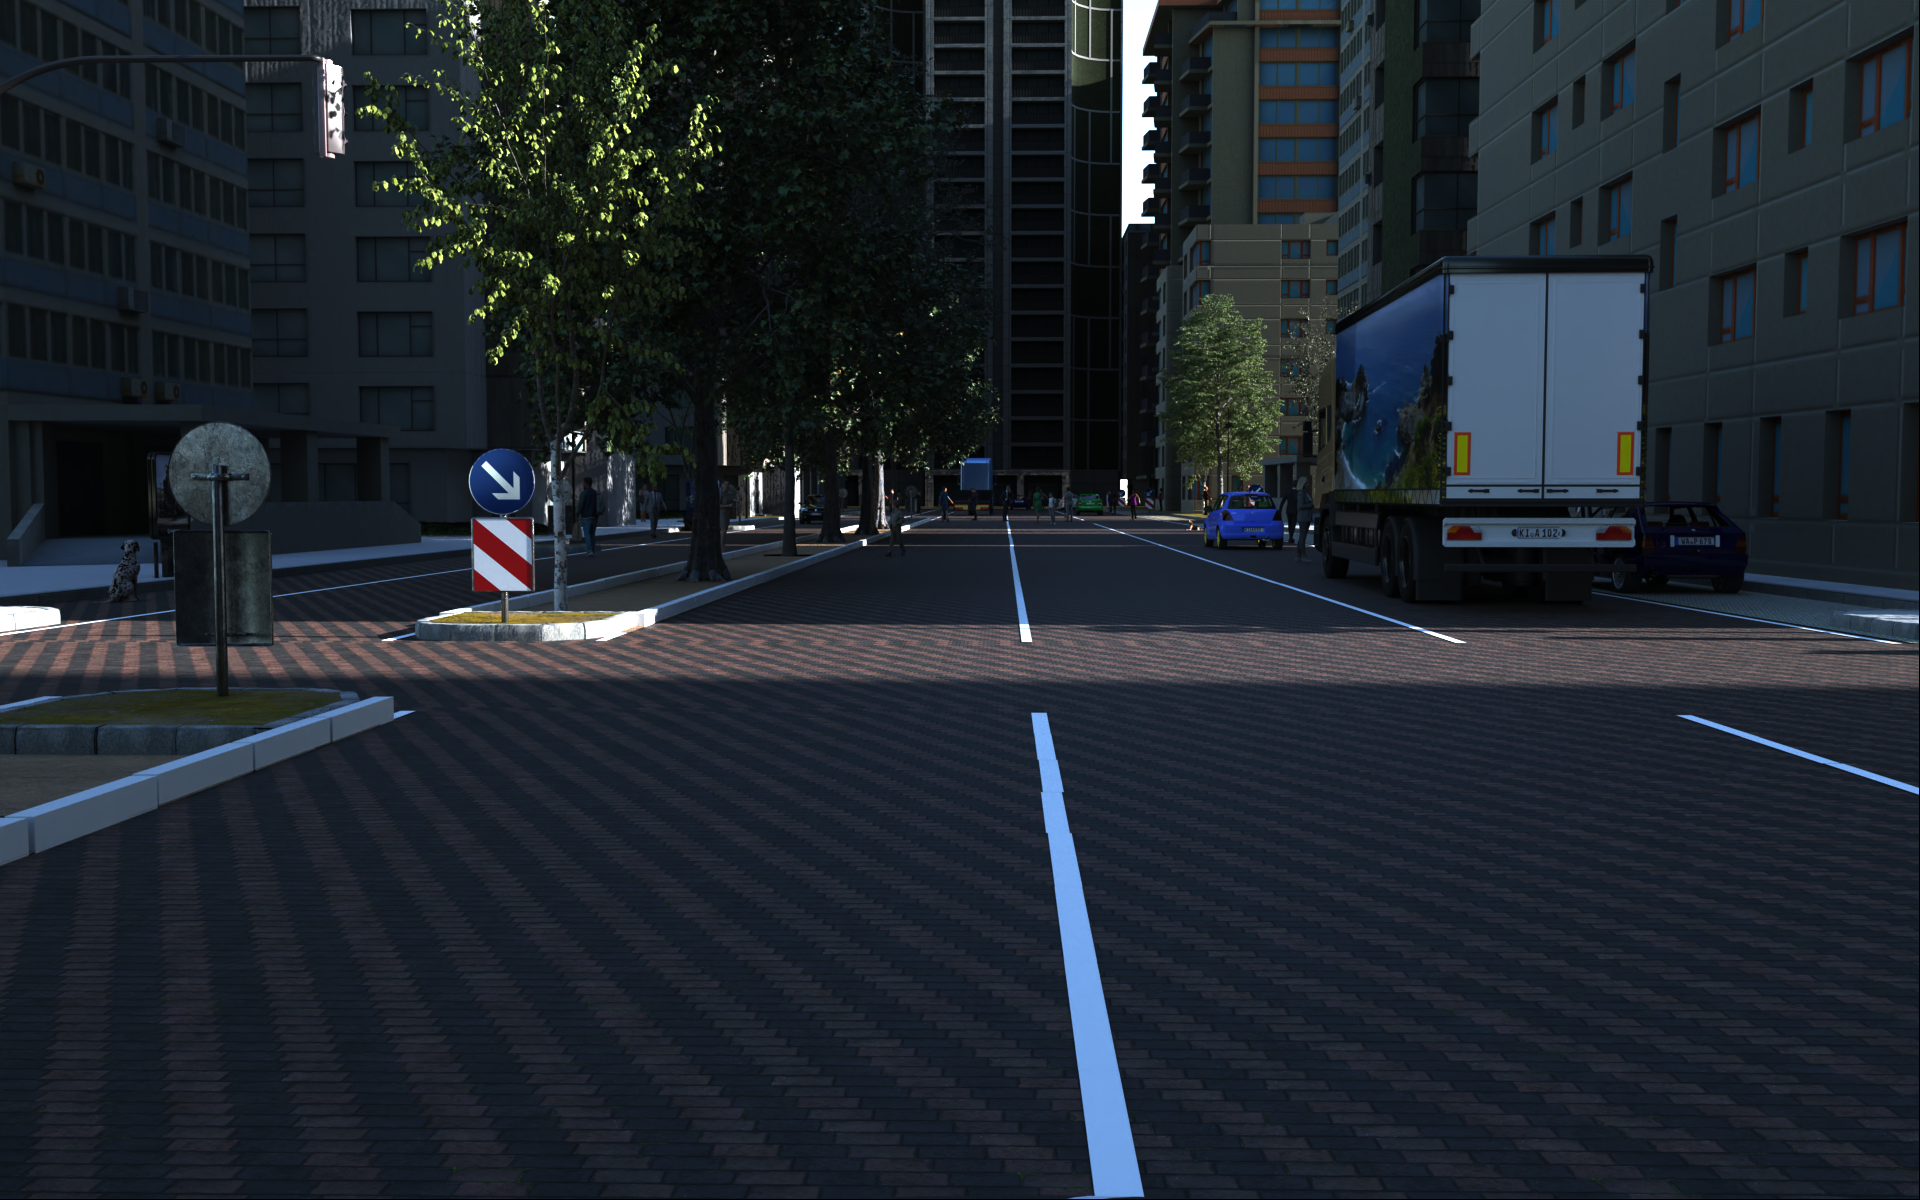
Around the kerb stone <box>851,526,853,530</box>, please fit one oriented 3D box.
[{"bbox_3d":[-4.350,-2.763,67.376,0.120,0.150,1.000,0,4,1],"label":"kerb stone"}]

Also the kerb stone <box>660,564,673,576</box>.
[{"bbox_3d":[-5.260,-0.507,30.484,0.120,0.150,1.000,0,4,1],"label":"kerb stone"}]

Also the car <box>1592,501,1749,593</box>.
[{"bbox_3d":[10.308,-0.832,26.184,1.945,1.354,3.894,0,4,0],"label":"car"}]

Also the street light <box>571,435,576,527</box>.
[{"bbox_3d":[-12.119,-4.980,54.206,0.468,5.910,1.993,0,4,1],"label":"street light"}]

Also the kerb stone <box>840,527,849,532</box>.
[{"bbox_3d":[-4.396,-2.634,65.326,0.120,0.150,1.000,0,4,1],"label":"kerb stone"}]

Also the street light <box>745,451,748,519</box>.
[{"bbox_3d":[-11.211,-7.218,90.808,0.468,5.910,1.993,0,4,1],"label":"street light"}]

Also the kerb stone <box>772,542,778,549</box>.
[{"bbox_3d":[-4.910,-1.384,44.837,0.120,0.150,1.000,0,4,1],"label":"kerb stone"}]

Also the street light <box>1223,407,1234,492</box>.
[{"bbox_3d":[14.220,-7.285,91.894,0.468,5.910,1.993,0,4,1],"label":"street light"}]

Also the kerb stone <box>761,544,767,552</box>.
[{"bbox_3d":[-4.962,-1.259,42.786,0.120,0.150,1.000,0,4,1],"label":"kerb stone"}]

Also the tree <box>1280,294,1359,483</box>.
[{"bbox_3d":[13.839,-6.992,64.681,4.360,8.622,3.978,0,3,0],"label":"tree"}]

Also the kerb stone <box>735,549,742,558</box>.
[{"bbox_3d":[-5.054,-1.009,38.694,0.120,0.150,1.000,0,4,1],"label":"kerb stone"}]

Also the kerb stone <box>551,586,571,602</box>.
[{"bbox_3d":[-5.447,-0.065,23.300,0.120,0.150,1.000,0,4,1],"label":"kerb stone"}]

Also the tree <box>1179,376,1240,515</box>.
[{"bbox_3d":[15.245,-9.613,107.531,4.737,8.622,4.395,0,3,0],"label":"tree"}]

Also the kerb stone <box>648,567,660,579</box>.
[{"bbox_3d":[-5.300,-0.444,29.459,0.120,0.150,1.000,0,4,1],"label":"kerb stone"}]

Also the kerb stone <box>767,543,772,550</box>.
[{"bbox_3d":[-4.942,-1.322,43.813,0.120,0.150,1.000,0,4,1],"label":"kerb stone"}]

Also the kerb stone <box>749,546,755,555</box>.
[{"bbox_3d":[-5.015,-1.134,40.742,0.120,0.150,1.000,0,4,1],"label":"kerb stone"}]

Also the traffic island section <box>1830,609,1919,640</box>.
[{"bbox_3d":[10.354,0.276,17.770,2.009,0.180,2.903,0,4,1],"label":"traffic island section"}]

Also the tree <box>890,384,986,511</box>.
[{"bbox_3d":[-2.868,-8.698,79.075,8.767,10.594,7.601,0,4,1],"label":"tree"}]

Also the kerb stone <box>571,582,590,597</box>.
[{"bbox_3d":[-5.414,-0.127,24.324,0.120,0.150,1.000,0,4,1],"label":"kerb stone"}]

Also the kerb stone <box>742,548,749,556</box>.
[{"bbox_3d":[-5.034,-1.067,39.716,0.120,0.150,1.000,0,4,1],"label":"kerb stone"}]

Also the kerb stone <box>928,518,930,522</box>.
[{"bbox_3d":[-1.746,-4.007,87.799,0.120,0.150,1.000,0,4,1],"label":"kerb stone"}]

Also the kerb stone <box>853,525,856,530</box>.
[{"bbox_3d":[-4.326,-2.826,68.398,0.120,0.150,1.000,0,4,1],"label":"kerb stone"}]

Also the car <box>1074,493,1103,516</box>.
[{"bbox_3d":[8.649,-6.569,116.204,1.959,1.807,4.718,0,4,2],"label":"car"}]

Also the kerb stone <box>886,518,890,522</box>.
[{"bbox_3d":[-3.735,-4.267,91.967,0.120,0.150,1.000,0,4,1],"label":"kerb stone"}]

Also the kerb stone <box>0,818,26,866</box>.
[{"bbox_3d":[-3.764,0.968,6.366,0.120,0.150,1.000,0,4,1],"label":"kerb stone"}]

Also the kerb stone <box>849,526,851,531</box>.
[{"bbox_3d":[-4.376,-2.701,66.351,0.120,0.150,1.000,0,4,1],"label":"kerb stone"}]

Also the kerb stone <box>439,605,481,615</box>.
[{"bbox_3d":[-5.550,0.183,19.208,0.120,0.150,1.000,0,4,1],"label":"kerb stone"}]

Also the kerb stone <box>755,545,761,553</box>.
[{"bbox_3d":[-4.987,-1.197,41.764,0.120,0.150,1.000,0,4,1],"label":"kerb stone"}]

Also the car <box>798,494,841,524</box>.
[{"bbox_3d":[-6.778,-4.536,83.953,2.009,1.686,4.222,0,4,1],"label":"car"}]

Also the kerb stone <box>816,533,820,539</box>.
[{"bbox_3d":[-4.654,-2.012,55.085,0.120,0.150,1.000,0,4,1],"label":"kerb stone"}]

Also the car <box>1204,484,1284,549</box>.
[{"bbox_3d":[7.509,-2.232,46.088,1.945,1.707,3.694,0,3,0],"label":"car"}]

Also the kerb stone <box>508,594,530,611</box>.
[{"bbox_3d":[-5.505,0.061,21.252,0.120,0.150,1.000,0,4,1],"label":"kerb stone"}]

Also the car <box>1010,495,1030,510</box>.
[{"bbox_3d":[5.363,-8.777,156.086,1.945,1.354,3.894,0,4,3],"label":"car"}]

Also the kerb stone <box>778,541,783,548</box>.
[{"bbox_3d":[-4.889,-1.447,45.859,0.120,0.150,1.000,0,4,1],"label":"kerb stone"}]

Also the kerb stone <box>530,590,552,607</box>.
[{"bbox_3d":[-5.467,-0.005,22.277,0.120,0.150,1.000,0,4,1],"label":"kerb stone"}]

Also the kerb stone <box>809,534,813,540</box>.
[{"bbox_3d":[-4.698,-1.884,53.037,0.120,0.150,1.000,0,4,1],"label":"kerb stone"}]

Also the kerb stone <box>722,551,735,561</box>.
[{"bbox_3d":[-5.087,-0.947,37.671,0.120,0.150,1.000,0,4,1],"label":"kerb stone"}]

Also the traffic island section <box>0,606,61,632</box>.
[{"bbox_3d":[-10.981,0.243,18.303,2.009,0.180,2.903,0,4,1],"label":"traffic island section"}]

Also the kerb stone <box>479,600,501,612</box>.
[{"bbox_3d":[-5.522,0.120,20.230,0.120,0.150,1.000,0,4,1],"label":"kerb stone"}]

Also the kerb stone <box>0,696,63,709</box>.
[{"bbox_3d":[-5.765,0.717,10.499,0.120,0.150,1.000,0,4,1],"label":"kerb stone"}]

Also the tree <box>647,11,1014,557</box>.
[{"bbox_3d":[-3.879,-7.727,39.169,12.009,13.543,11.850,0,3,0],"label":"tree"}]

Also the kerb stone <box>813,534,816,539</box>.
[{"bbox_3d":[-4.673,-1.943,54.063,0.120,0.150,1.000,0,4,1],"label":"kerb stone"}]

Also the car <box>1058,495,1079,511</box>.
[{"bbox_3d":[9.650,-8.520,151.663,2.083,1.381,4.827,0,4,0],"label":"car"}]

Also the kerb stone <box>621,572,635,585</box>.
[{"bbox_3d":[-5.345,-0.318,27.401,0.120,0.150,1.000,0,4,1],"label":"kerb stone"}]

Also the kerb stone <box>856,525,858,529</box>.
[{"bbox_3d":[-4.301,-2.888,69.420,0.120,0.150,1.000,0,4,1],"label":"kerb stone"}]

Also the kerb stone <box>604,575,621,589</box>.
[{"bbox_3d":[-5.366,-0.256,26.379,0.120,0.150,1.000,0,4,1],"label":"kerb stone"}]

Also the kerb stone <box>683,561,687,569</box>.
[{"bbox_3d":[-5.216,-0.632,32.534,0.120,0.150,1.000,0,4,1],"label":"kerb stone"}]

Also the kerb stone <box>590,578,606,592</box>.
[{"bbox_3d":[-5.394,-0.186,25.353,0.120,0.150,1.000,0,4,1],"label":"kerb stone"}]

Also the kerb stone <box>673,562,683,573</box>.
[{"bbox_3d":[-5.238,-0.570,31.512,0.120,0.150,1.000,0,4,1],"label":"kerb stone"}]

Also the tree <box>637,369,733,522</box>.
[{"bbox_3d":[-12.622,-9.428,79.906,9.928,11.665,9.643,0,3,0],"label":"tree"}]

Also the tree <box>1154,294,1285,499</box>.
[{"bbox_3d":[14.535,-11.056,98.892,7.486,12.596,7.792,0,3,0],"label":"tree"}]

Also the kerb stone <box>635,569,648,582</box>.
[{"bbox_3d":[-5.320,-0.382,28.437,0.120,0.150,1.000,0,4,1],"label":"kerb stone"}]

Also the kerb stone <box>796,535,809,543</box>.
[{"bbox_3d":[-4.732,-1.824,52.015,0.120,0.150,1.000,0,4,1],"label":"kerb stone"}]

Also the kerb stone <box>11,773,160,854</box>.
[{"bbox_3d":[-3.732,0.907,7.398,0.120,0.150,1.000,0,4,1],"label":"kerb stone"}]
